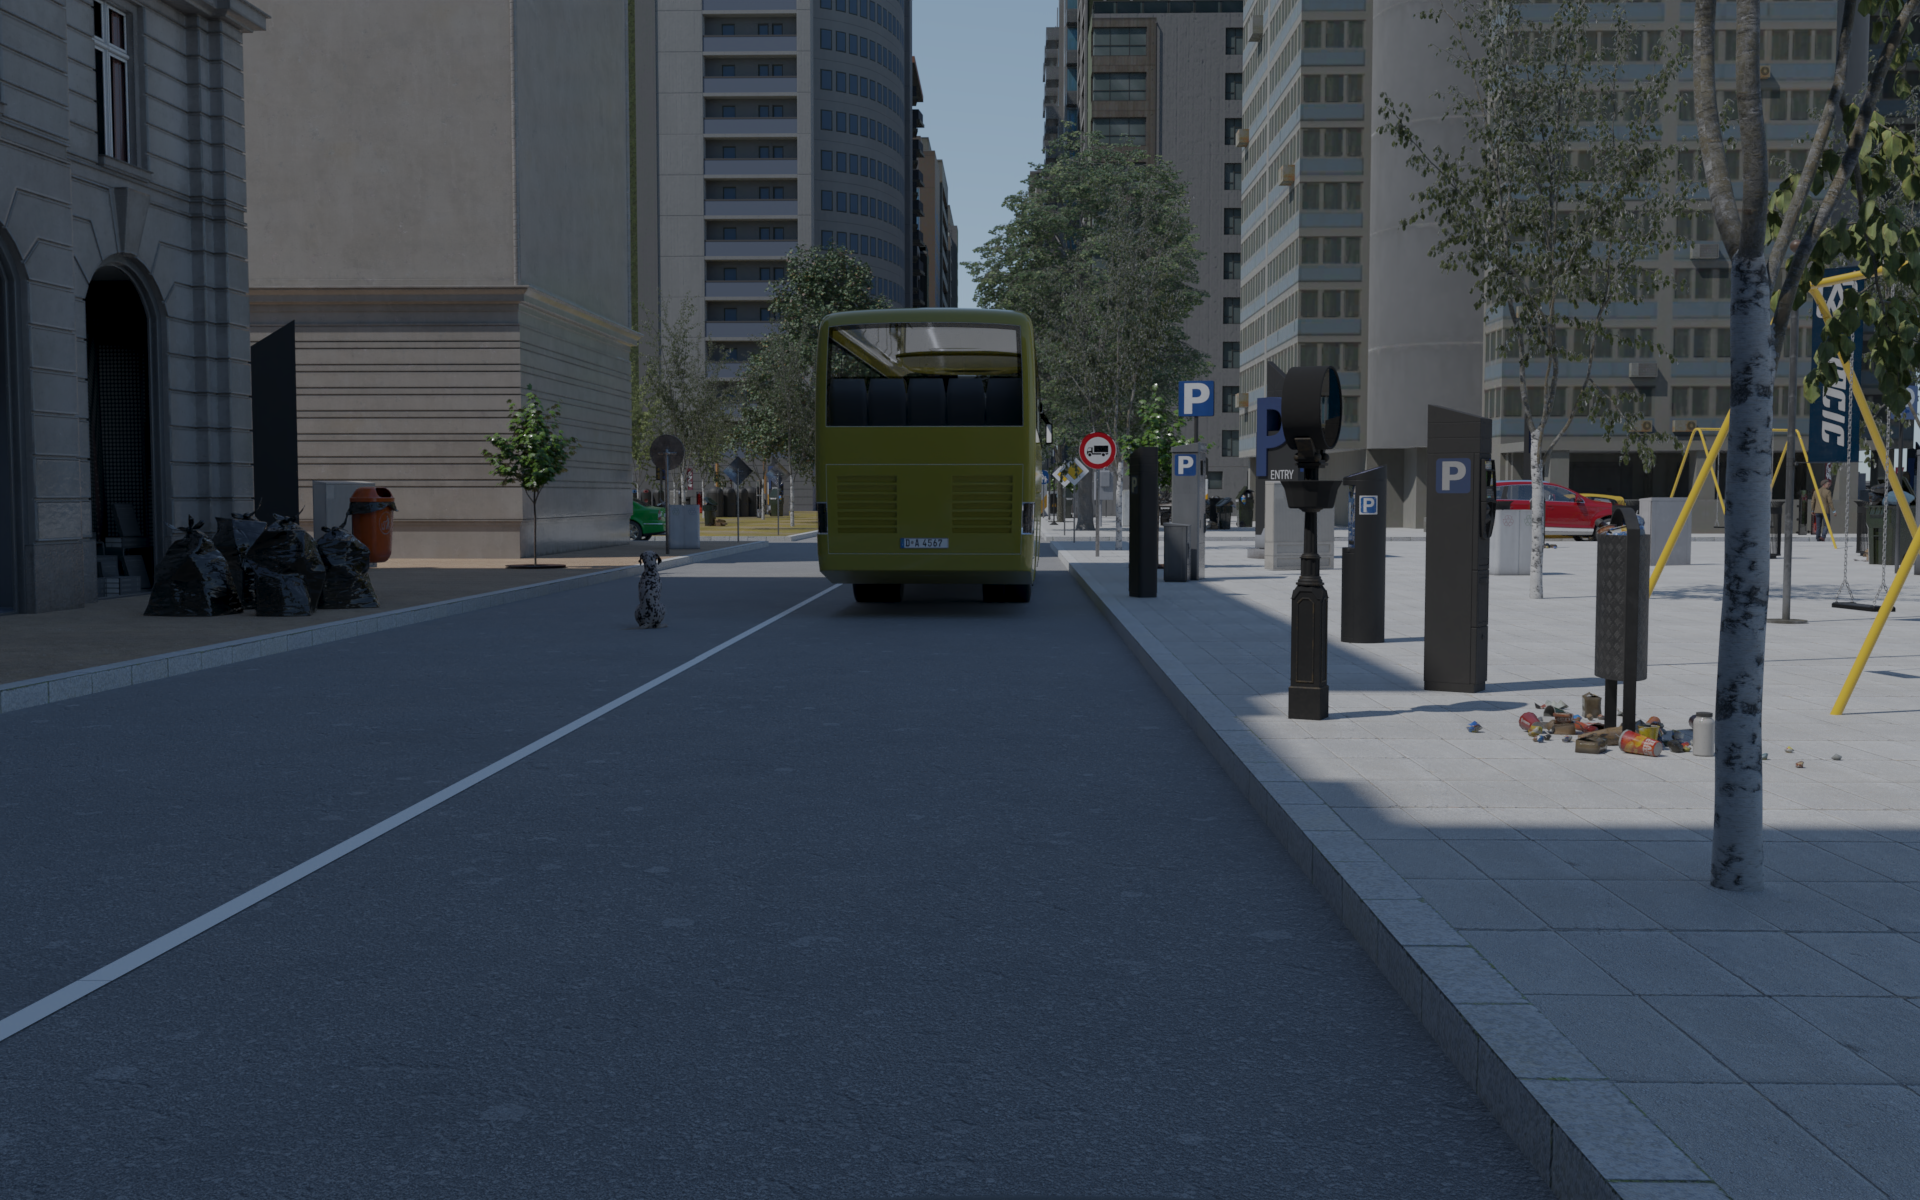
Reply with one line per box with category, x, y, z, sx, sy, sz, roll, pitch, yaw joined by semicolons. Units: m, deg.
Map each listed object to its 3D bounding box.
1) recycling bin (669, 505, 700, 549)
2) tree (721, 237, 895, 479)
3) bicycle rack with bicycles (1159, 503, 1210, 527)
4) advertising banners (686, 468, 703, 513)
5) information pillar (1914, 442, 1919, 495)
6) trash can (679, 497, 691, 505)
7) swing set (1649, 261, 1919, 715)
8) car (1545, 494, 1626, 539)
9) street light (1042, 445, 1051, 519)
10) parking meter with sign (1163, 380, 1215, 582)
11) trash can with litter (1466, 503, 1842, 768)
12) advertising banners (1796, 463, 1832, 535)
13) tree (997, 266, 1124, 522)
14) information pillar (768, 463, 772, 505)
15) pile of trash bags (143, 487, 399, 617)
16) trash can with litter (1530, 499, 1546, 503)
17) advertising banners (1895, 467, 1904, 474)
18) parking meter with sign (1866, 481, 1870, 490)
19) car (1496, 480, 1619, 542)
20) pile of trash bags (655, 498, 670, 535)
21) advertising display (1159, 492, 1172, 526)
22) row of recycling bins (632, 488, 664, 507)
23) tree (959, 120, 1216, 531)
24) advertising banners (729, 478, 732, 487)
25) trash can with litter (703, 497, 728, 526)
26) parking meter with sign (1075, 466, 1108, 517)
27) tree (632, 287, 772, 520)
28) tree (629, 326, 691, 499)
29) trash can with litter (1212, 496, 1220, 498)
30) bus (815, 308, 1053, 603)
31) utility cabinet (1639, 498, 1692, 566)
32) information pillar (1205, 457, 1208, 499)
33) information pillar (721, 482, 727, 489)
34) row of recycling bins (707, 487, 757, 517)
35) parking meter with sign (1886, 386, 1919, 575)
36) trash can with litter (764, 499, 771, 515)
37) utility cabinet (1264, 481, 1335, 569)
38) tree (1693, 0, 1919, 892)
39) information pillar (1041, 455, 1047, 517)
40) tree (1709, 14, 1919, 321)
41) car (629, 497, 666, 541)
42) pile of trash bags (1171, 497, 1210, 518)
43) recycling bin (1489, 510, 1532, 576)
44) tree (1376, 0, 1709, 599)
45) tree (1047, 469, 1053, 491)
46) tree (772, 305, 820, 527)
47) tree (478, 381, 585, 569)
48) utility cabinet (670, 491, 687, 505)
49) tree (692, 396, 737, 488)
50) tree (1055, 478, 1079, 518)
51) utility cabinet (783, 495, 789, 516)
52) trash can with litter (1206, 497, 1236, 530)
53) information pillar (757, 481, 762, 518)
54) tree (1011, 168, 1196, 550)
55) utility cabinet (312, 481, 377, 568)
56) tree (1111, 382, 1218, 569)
recycling bin;-6.466;-1.714;40.578;0.722;1.027;0.722;-1;4;-9
tree;-5.909;-9.818;77.528;9.611;12.733;9.660;0;3;0
bicycle rack with bicycles;8.850;-3.285;67.095;2.925;0.926;2.852;-1;4;-10
advertising banners;-17.335;-7.294;115.440;2.074;3.025;0.090;1;4;20
information pillar;42.744;-5.255;77.274;0.183;3.616;0.504;0;4;-4
trash can;-15.500;-5.260;97.658;0.748;1.137;0.748;0;3;0
swing set;6.375;-0.842;11.384;2.862;2.851;3.119;0;4;-5
car;17.616;-2.454;50.342;3.980;1.641;2.015;0;4;3
street light;4.620;-7.129;89.342;0.468;5.910;1.993;0;4;2
parking meter with sign;3.402;-1.815;25.934;0.543;3.016;1.738;1;4;17
trash can with litter;3.574;0.110;9.256;1.678;1.210;2.233;1;4;11
advertising banners;26.946;-3.567;54.516;2.074;3.025;0.090;-2;4;-35
tree;4.420;-9.346;78.558;9.928;11.665;9.643;0;3;0
information pillar;-13.457;-8.073;123.344;0.504;3.616;0.183;2;4;24
pile of trash bags;-7.458;-0.605;19.642;1.912;1.369;3.447;1;4;13
trash can with litter;13.366;-1.836;41.075;2.233;1.210;1.678;-3;4;-36
advertising banners;59.917;-7.089;112.097;2.074;3.025;0.090;1;4;19
parking meter with sign;52.867;-6.390;100.745;1.738;3.016;0.543;2;4;32
car;16.079;-2.413;48.130;5.304;1.827;2.281;0;4;0
pile of trash bags;-10.567;-2.753;54.772;3.447;1.369;1.912;1;4;17
advertising display;8.267;-3.951;69.820;0.974;1.923;0.123;1;4;22
row of recycling bins;-23.151;-7.214;125.062;3.534;1.692;1.069;-1;4;-21
tree;4.509;-9.427;60.794;9.857;13.997;8.962;0;3;0
advertising banners;-14.974;-7.311;115.729;0.090;3.025;2.074;2;4;24
trash can with litter;-9.724;-3.521;68.962;1.055;1.170;0.624;2;4;29
parking meter with sign;7.228;-6.061;95.360;1.738;3.016;0.543;1;4;12
tree;-9.780;-6.831;62.056;4.360;8.622;3.978;0;3;0
tree;-14.695;-7.601;74.638;4.737;8.622;4.395;0;3;0
trash can with litter;10.897;-3.967;75.919;2.233;1.210;1.678;-3;5;-45
bus;-0.076;-2.092;25.743;2.896;3.916;12.252;0;4;3
utility cabinet;12.683;-1.223;31.159;1.020;1.237;0.306;-2;4;-25
information pillar;13.455;-6.377;95.612;0.504;3.616;0.183;3;4;36
information pillar;-14.245;-6.122;104.580;0.304;2.012;0.304;-1;4;-22
row of recycling bins;-12.574;-5.458;96.356;1.069;1.692;3.534;3;4;39
parking meter with sign;15.373;-1.885;27.078;0.543;3.016;1.738;-1;4;-18
trash can with litter;-12.035;-5.844;106.934;1.055;1.170;0.624;-2;4;-25
utility cabinet;5.747;-1.259;29.269;1.173;1.500;0.318;-1;4;-20
tree;2.756;-3.360;5.299;4.737;8.622;4.395;0;3;0
information pillar;4.687;-6.480;97.295;0.504;3.616;0.183;-3;5;-41
tree;12.876;-4.425;22.718;4.360;8.622;3.978;0;3;0
car;-10.817;-2.557;50.611;4.718;1.807;1.959;0;4;1
pile of trash bags;12.669;-5.089;92.960;3.447;1.369;1.912;0;4;-7
recycling bin;8.772;-0.920;27.592;0.722;1.027;0.722;0;4;-4
tree;7.025;-4.305;20.754;4.360;8.622;3.978;0;3;0
tree;5.339;-7.082;110.398;1.663;3.219;1.824;0;3;0
tree;-6.400;-7.210;68.245;4.360;8.622;3.978;0;3;0
tree;-7.513;-2.165;30.002;1.663;3.219;1.824;0;3;0
utility cabinet;-19.801;-6.920;121.826;1.173;1.500;0.318;-1;4;-9
tree;-17.891;-10.691;125.155;4.737;8.622;4.395;0;3;0
tree;6.188;-6.029;93.179;1.663;3.219;1.824;0;3;0
utility cabinet;-10.558;-5.570;102.236;0.306;1.237;1.020;3;5;42
trash can with litter;9.360;-3.118;62.363;1.055;1.170;0.624;-2;4;-30
information pillar;-10.817;-5.469;93.908;0.304;2.012;0.304;-3;4;-38
tree;3.527;-5.452;39.511;4.360;8.622;3.978;0;3;0
utility cabinet;-10.387;-1.261;29.292;0.318;1.500;1.173;1;4;23
tree;3.369;-2.174;30.152;1.663;3.219;1.824;0;3;0
